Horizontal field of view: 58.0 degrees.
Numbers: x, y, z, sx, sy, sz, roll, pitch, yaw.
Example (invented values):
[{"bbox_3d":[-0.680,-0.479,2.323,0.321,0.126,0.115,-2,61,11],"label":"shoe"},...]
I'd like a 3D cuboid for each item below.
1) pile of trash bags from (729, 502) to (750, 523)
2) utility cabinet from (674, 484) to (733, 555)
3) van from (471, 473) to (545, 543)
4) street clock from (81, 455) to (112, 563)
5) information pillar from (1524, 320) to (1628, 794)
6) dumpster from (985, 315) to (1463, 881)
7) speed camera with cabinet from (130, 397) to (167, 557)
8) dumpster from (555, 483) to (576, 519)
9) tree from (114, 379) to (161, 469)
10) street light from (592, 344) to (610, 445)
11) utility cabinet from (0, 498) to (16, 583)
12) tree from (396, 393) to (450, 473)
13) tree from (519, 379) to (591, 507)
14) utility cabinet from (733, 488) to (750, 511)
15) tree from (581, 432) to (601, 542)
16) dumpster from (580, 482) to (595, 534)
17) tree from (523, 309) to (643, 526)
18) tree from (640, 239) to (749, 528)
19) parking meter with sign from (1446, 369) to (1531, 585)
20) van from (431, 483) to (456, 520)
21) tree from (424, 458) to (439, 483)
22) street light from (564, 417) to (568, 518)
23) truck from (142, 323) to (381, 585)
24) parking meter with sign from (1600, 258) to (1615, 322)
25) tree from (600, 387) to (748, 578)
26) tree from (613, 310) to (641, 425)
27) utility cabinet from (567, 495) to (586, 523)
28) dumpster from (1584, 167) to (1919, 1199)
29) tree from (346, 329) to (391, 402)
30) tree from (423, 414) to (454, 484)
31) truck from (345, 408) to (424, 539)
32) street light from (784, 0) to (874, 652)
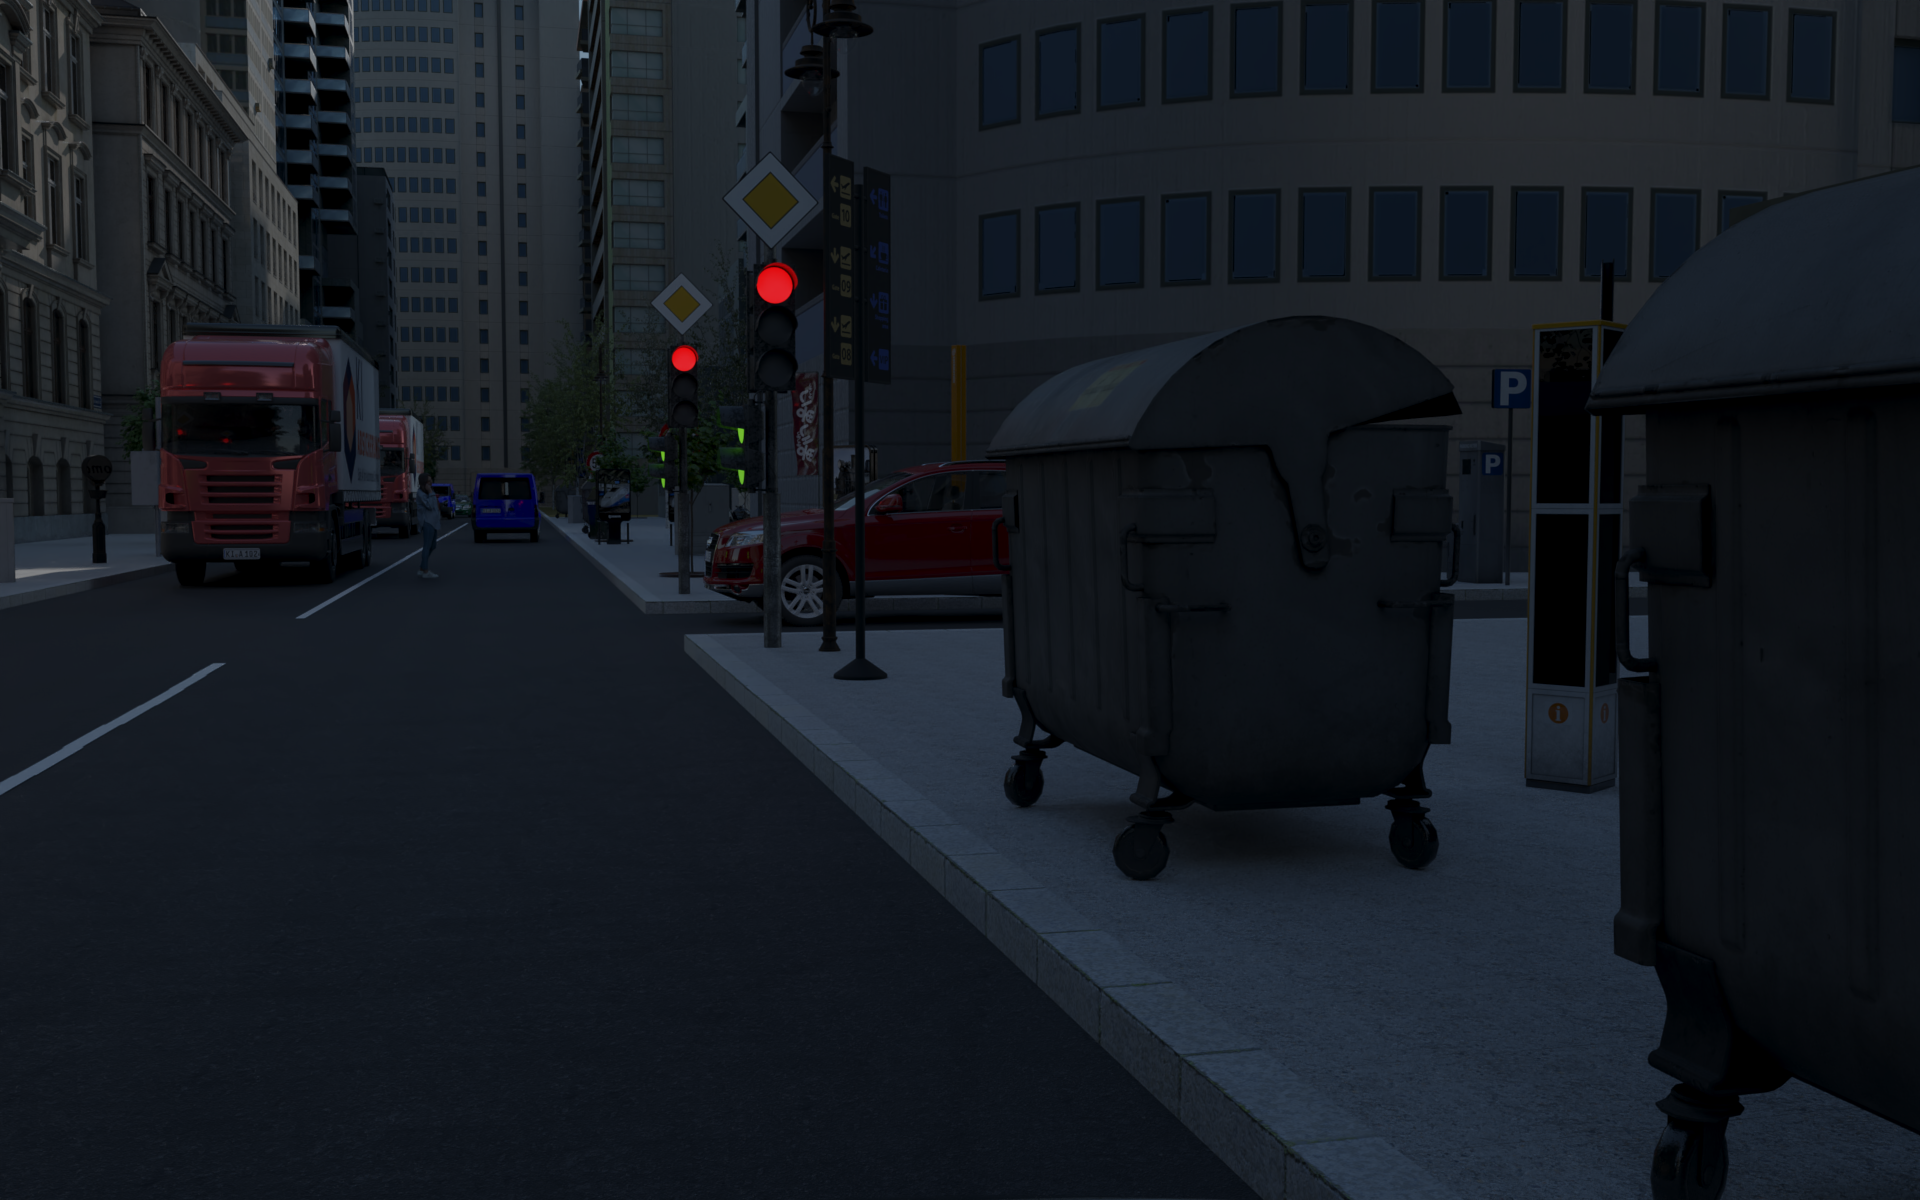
[{"bbox_3d":[-7.274,-2.764,54.943,1.912,1.369,3.447,2,4,33],"label":"pile of trash bags"},{"bbox_3d":[-5.387,-1.685,36.230,1.173,1.500,0.318,-3,5,-41],"label":"utility cabinet"},{"bbox_3d":[-13.807,-2.963,52.826,2.240,2.365,5.245,-1,4,-13],"label":"van"},{"bbox_3d":[-15.959,-1.682,32.069,0.358,2.002,0.471,3,5,41],"label":"street clock"},{"bbox_3d":[2.679,-0.186,7.539,0.304,2.012,0.304,3,5,42],"label":"information pillar"},{"bbox_3d":[0.928,-0.045,6.498,1.264,1.857,1.865,-1,4,-14],"label":"dumpster"},{"bbox_3d":[-16.587,-2.557,36.145,0.660,3.252,2.038,0,4,-2],"label":"speed camera with cabinet"},{"bbox_3d":[-20.803,-5.254,91.658,1.264,1.857,1.865,-1,4,-14],"label":"dumpster"},{"bbox_3d":[-20.148,-3.748,44.997,4.285,4.588,4.351,0,3,0],"label":"tree"},{"bbox_3d":[-11.043,-4.927,53.337,0.468,5.910,1.993,-1,4,-14],"label":"street light"},{"bbox_3d":[-14.070,-0.831,24.754,0.306,1.237,1.020,2,4,25],"label":"utility cabinet"},{"bbox_3d":[-39.925,-10.820,127.268,4.737,8.622,4.395,0,3,0],"label":"tree"},{"bbox_3d":[-39.641,-15.438,170.540,7.486,12.596,7.792,0,3,0],"label":"tree"},{"bbox_3d":[-7.960,-3.360,63.619,0.318,1.500,1.173,1,4,21],"label":"utility cabinet"},{"bbox_3d":[-9.397,-3.167,46.374,1.663,3.219,1.824,0,3,0],"label":"tree"},{"bbox_3d":[-11.723,-3.105,56.532,1.264,1.857,1.865,-1,4,-14],"label":"dumpster"},{"bbox_3d":[-14.880,-7.299,69.708,4.737,8.622,4.395,0,3,0],"label":"tree"},{"bbox_3d":[-6.028,-6.061,49.464,4.360,8.622,3.978,0,3,0],"label":"tree"},{"bbox_3d":[7.564,-1.761,25.046,0.543,3.016,1.738,-1,4,-9],"label":"parking meter with sign"},{"bbox_3d":[-29.801,-5.759,98.550,2.240,2.365,5.245,-1,4,-14],"label":"van"},{"bbox_3d":[-42.053,-9.202,134.167,4.285,4.588,4.351,0,3,0],"label":"tree"},{"bbox_3d":[-21.542,-7.449,94.580,0.468,5.910,1.993,-1,4,-14],"label":"street light"},{"bbox_3d":[-12.051,-2.565,30.854,2.839,4.237,11.283,-1,4,-14],"label":"truck"},{"bbox_3d":[5.646,-1.013,12.829,1.738,3.016,0.543,1,4,20],"label":"parking meter with sign"},{"bbox_3d":[-4.309,-1.981,26.985,1.663,3.219,1.824,0,3,0],"label":"tree"},{"bbox_3d":[-10.829,-6.957,64.113,4.360,8.622,3.978,0,3,0],"label":"tree"},{"bbox_3d":[-16.869,-3.981,76.243,0.306,1.237,1.020,1,4,19],"label":"utility cabinet"},{"bbox_3d":[1.949,0.203,2.448,1.264,1.857,1.865,-1,4,-14],"label":"dumpster"},{"bbox_3d":[-27.504,-7.731,76.771,4.360,8.622,3.978,0,3,0],"label":"tree"},{"bbox_3d":[-48.497,-12.723,158.386,4.360,8.622,3.978,0,3,0],"label":"tree"},{"bbox_3d":[-19.759,-4.278,58.862,2.839,4.237,11.283,-1,4,-15],"label":"truck"},{"bbox_3d":[-1.067,-2.520,13.984,0.468,5.910,1.993,-1,4,-14],"label":"street light"}]
